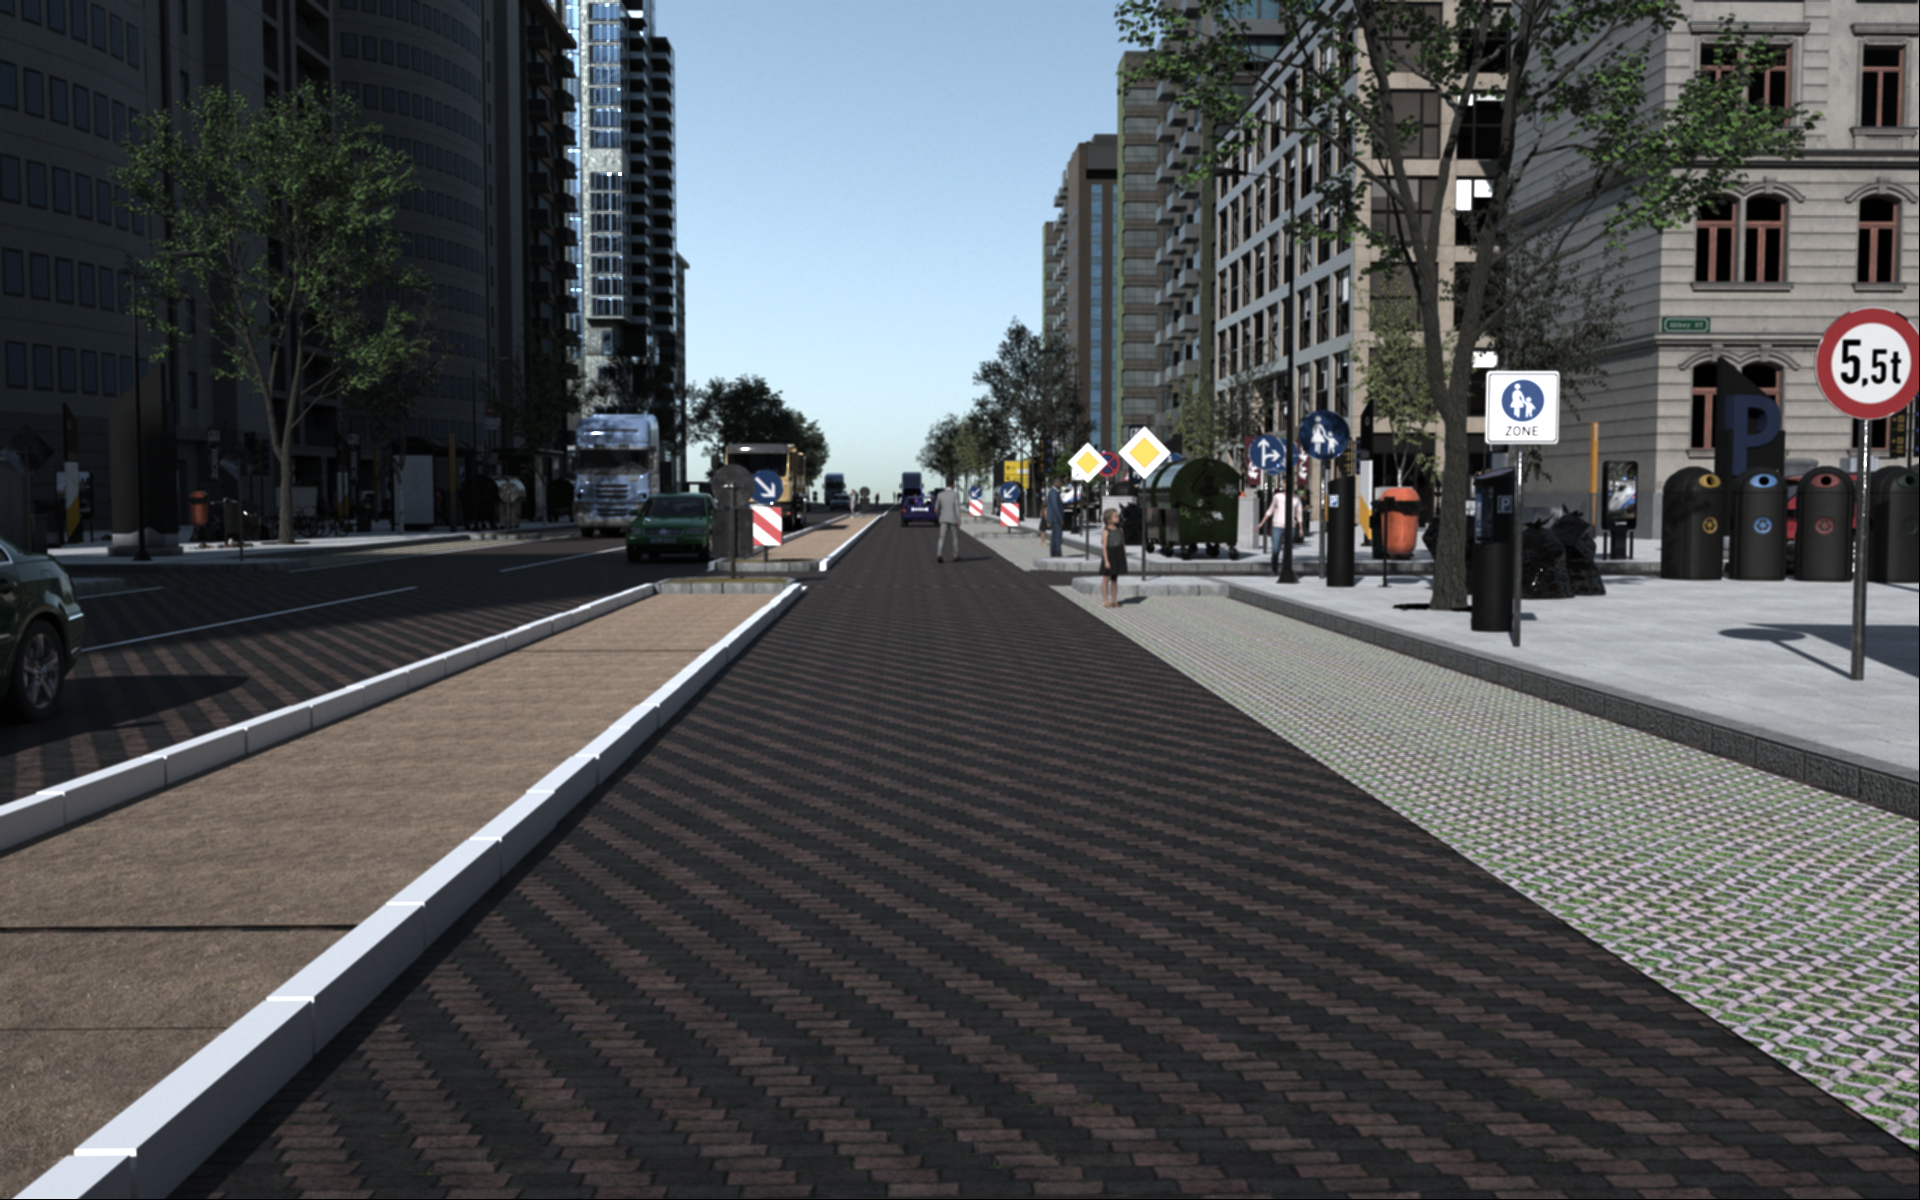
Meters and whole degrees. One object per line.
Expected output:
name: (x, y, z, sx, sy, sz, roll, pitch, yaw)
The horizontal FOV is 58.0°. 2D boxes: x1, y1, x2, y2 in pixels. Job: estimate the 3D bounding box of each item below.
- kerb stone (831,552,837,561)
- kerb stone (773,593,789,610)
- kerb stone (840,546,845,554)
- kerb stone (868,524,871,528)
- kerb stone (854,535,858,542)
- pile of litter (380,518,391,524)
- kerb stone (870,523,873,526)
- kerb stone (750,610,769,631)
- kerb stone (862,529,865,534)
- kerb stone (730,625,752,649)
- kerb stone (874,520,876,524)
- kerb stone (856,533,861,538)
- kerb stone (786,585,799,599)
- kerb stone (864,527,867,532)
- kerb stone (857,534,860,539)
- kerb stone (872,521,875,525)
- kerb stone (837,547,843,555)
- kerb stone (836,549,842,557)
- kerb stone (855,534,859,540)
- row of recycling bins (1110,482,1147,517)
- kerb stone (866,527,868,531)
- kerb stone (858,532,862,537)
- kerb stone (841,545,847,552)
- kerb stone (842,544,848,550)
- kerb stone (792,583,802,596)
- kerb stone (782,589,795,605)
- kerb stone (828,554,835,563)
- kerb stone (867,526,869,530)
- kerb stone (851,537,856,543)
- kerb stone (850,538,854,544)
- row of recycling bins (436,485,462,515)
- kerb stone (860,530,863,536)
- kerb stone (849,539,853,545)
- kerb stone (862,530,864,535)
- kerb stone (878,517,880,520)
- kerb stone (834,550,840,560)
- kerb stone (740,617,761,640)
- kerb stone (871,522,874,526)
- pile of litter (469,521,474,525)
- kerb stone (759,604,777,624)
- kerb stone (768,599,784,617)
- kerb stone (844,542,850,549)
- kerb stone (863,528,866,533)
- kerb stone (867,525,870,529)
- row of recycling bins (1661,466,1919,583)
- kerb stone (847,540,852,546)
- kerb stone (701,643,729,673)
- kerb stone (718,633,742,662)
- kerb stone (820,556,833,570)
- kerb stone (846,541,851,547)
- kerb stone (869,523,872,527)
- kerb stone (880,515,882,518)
kerb stone: (-2.695, -0.855, 36.179, 0.120, 0.150, 1.000, 0, 4, -2)
kerb stone: (-2.232, 0.053, 21.328, 0.120, 0.150, 1.000, 0, 4, -2)
kerb stone: (-2.816, -1.106, 40.277, 0.120, 0.150, 1.000, 0, 4, -2)
kerb stone: (-3.674, -2.799, 67.954, 0.120, 0.150, 1.000, 0, 4, -2)
kerb stone: (-3.132, -1.723, 50.515, 0.120, 0.150, 1.000, 0, 4, -2)
pile of litter: (-24.537, -3.790, 75.931, 1.719, 0.858, 1.176, -1, 4, -13)
kerb stone: (-3.752, -2.986, 71.019, 0.120, 0.150, 1.000, 0, 4, -2)
kerb stone: (-2.138, 0.241, 18.256, 0.120, 0.150, 1.000, 0, 4, -2)
kerb stone: (-3.376, -2.233, 58.711, 0.120, 0.150, 1.000, 0, 4, -2)
kerb stone: (-2.076, 0.366, 16.207, 0.120, 0.150, 1.000, 0, 4, -2)
kerb stone: (-3.984, -3.424, 78.199, 0.120, 0.150, 1.000, 0, 4, -2)
kerb stone: (-3.223, -1.916, 53.582, 0.120, 0.150, 1.000, 0, 4, -2)
kerb stone: (-2.296, -0.070, 23.372, 0.120, 0.150, 1.000, 0, 4, -2)
kerb stone: (-3.476, -2.421, 61.784, 0.120, 0.150, 1.000, 0, 4, -2)
kerb stone: (-3.190, -1.849, 52.559, 0.120, 0.150, 1.000, 0, 4, -2)
kerb stone: (-3.880, -3.237, 75.115, 0.120, 0.150, 1.000, 0, 4, -2)
kerb stone: (-2.782, -1.043, 39.250, 0.120, 0.150, 1.000, 0, 4, -2)
kerb stone: (-2.750, -0.981, 38.227, 0.120, 0.150, 1.000, 0, 4, -2)
kerb stone: (-3.164, -1.794, 51.536, 0.120, 0.150, 1.000, 0, 4, -2)
row of recycling bins: (6.644, -3.114, 58.028, 3.534, 1.692, 1.069, -2, 4, -28)
kerb stone: (-3.508, -2.482, 62.810, 0.120, 0.150, 1.000, 0, 4, -2)
kerb stone: (-3.256, -1.983, 54.611, 0.120, 0.150, 1.000, 0, 4, -2)
kerb stone: (-2.843, -1.168, 41.299, 0.120, 0.150, 1.000, 0, 4, -2)
kerb stone: (-2.879, -1.226, 42.320, 0.120, 0.150, 1.000, 0, 4, -2)
kerb stone: (-2.324, -0.134, 24.404, 0.120, 0.150, 1.000, 0, 4, -2)
kerb stone: (-2.258, -0.003, 22.351, 0.120, 0.150, 1.000, 0, 4, -2)
kerb stone: (-2.666, -0.789, 35.157, 0.120, 0.150, 1.000, 0, 4, -2)
kerb stone: (-3.571, -2.610, 64.873, 0.120, 0.150, 1.000, 0, 4, -2)
kerb stone: (-3.066, -1.607, 48.466, 0.120, 0.150, 1.000, 0, 4, -2)
kerb stone: (-3.035, -1.544, 47.436, 0.120, 0.150, 1.000, 0, 4, -2)
row of recycling bins: (-23.371, -4.574, 81.890, 3.534, 1.692, 1.069, -2, 4, -33)
kerb stone: (-3.322, -2.108, 56.656, 0.120, 0.150, 1.000, 0, 4, -2)
kerb stone: (-3.004, -1.481, 46.415, 0.120, 0.150, 1.000, 0, 4, -2)
kerb stone: (-3.343, -2.170, 57.682, 0.120, 0.150, 1.000, 0, 4, -2)
kerb stone: (-4.305, -4.053, 88.455, 0.120, 0.150, 1.000, 0, 4, -2)
kerb stone: (-2.718, -0.918, 37.200, 0.120, 0.150, 1.000, 0, 4, -2)
kerb stone: (-2.108, 0.305, 17.234, 0.120, 0.150, 1.000, 0, 4, -2)
kerb stone: (-3.824, -3.111, 73.065, 0.120, 0.150, 1.000, 0, 4, -2)
pile of litter: (-21.073, -3.604, 72.896, 1.719, 0.858, 1.176, 3, 5, 42)
kerb stone: (-2.169, 0.178, 19.279, 0.120, 0.150, 1.000, 0, 4, -2)
kerb stone: (-2.192, 0.121, 20.307, 0.120, 0.150, 1.000, 0, 4, -2)
kerb stone: (-2.905, -1.293, 43.343, 0.120, 0.150, 1.000, 0, 4, -2)
kerb stone: (-3.410, -2.295, 59.732, 0.120, 0.150, 1.000, 0, 4, -2)
kerb stone: (-3.601, -2.671, 65.899, 0.120, 0.150, 1.000, 0, 4, -2)
row of recycling bins: (12.331, -1.139, 25.744, 3.534, 1.692, 1.069, 1, 4, 17)
kerb stone: (-2.973, -1.419, 45.393, 0.120, 0.150, 1.000, 0, 4, -2)
kerb stone: (-2.020, 0.492, 14.148, 0.120, 0.150, 1.000, 0, 4, -2)
kerb stone: (-2.040, 0.430, 15.170, 0.120, 0.150, 1.000, 0, 4, -2)
kerb stone: (-2.627, -0.730, 34.136, 0.120, 0.150, 1.000, 0, 4, -2)
kerb stone: (-2.942, -1.356, 44.365, 0.120, 0.150, 1.000, 0, 4, -2)
kerb stone: (-3.734, -2.924, 69.997, 0.120, 0.150, 1.000, 0, 4, -2)
kerb stone: (-4.516, -4.483, 95.635, 0.120, 0.150, 1.000, 0, 4, -2)
